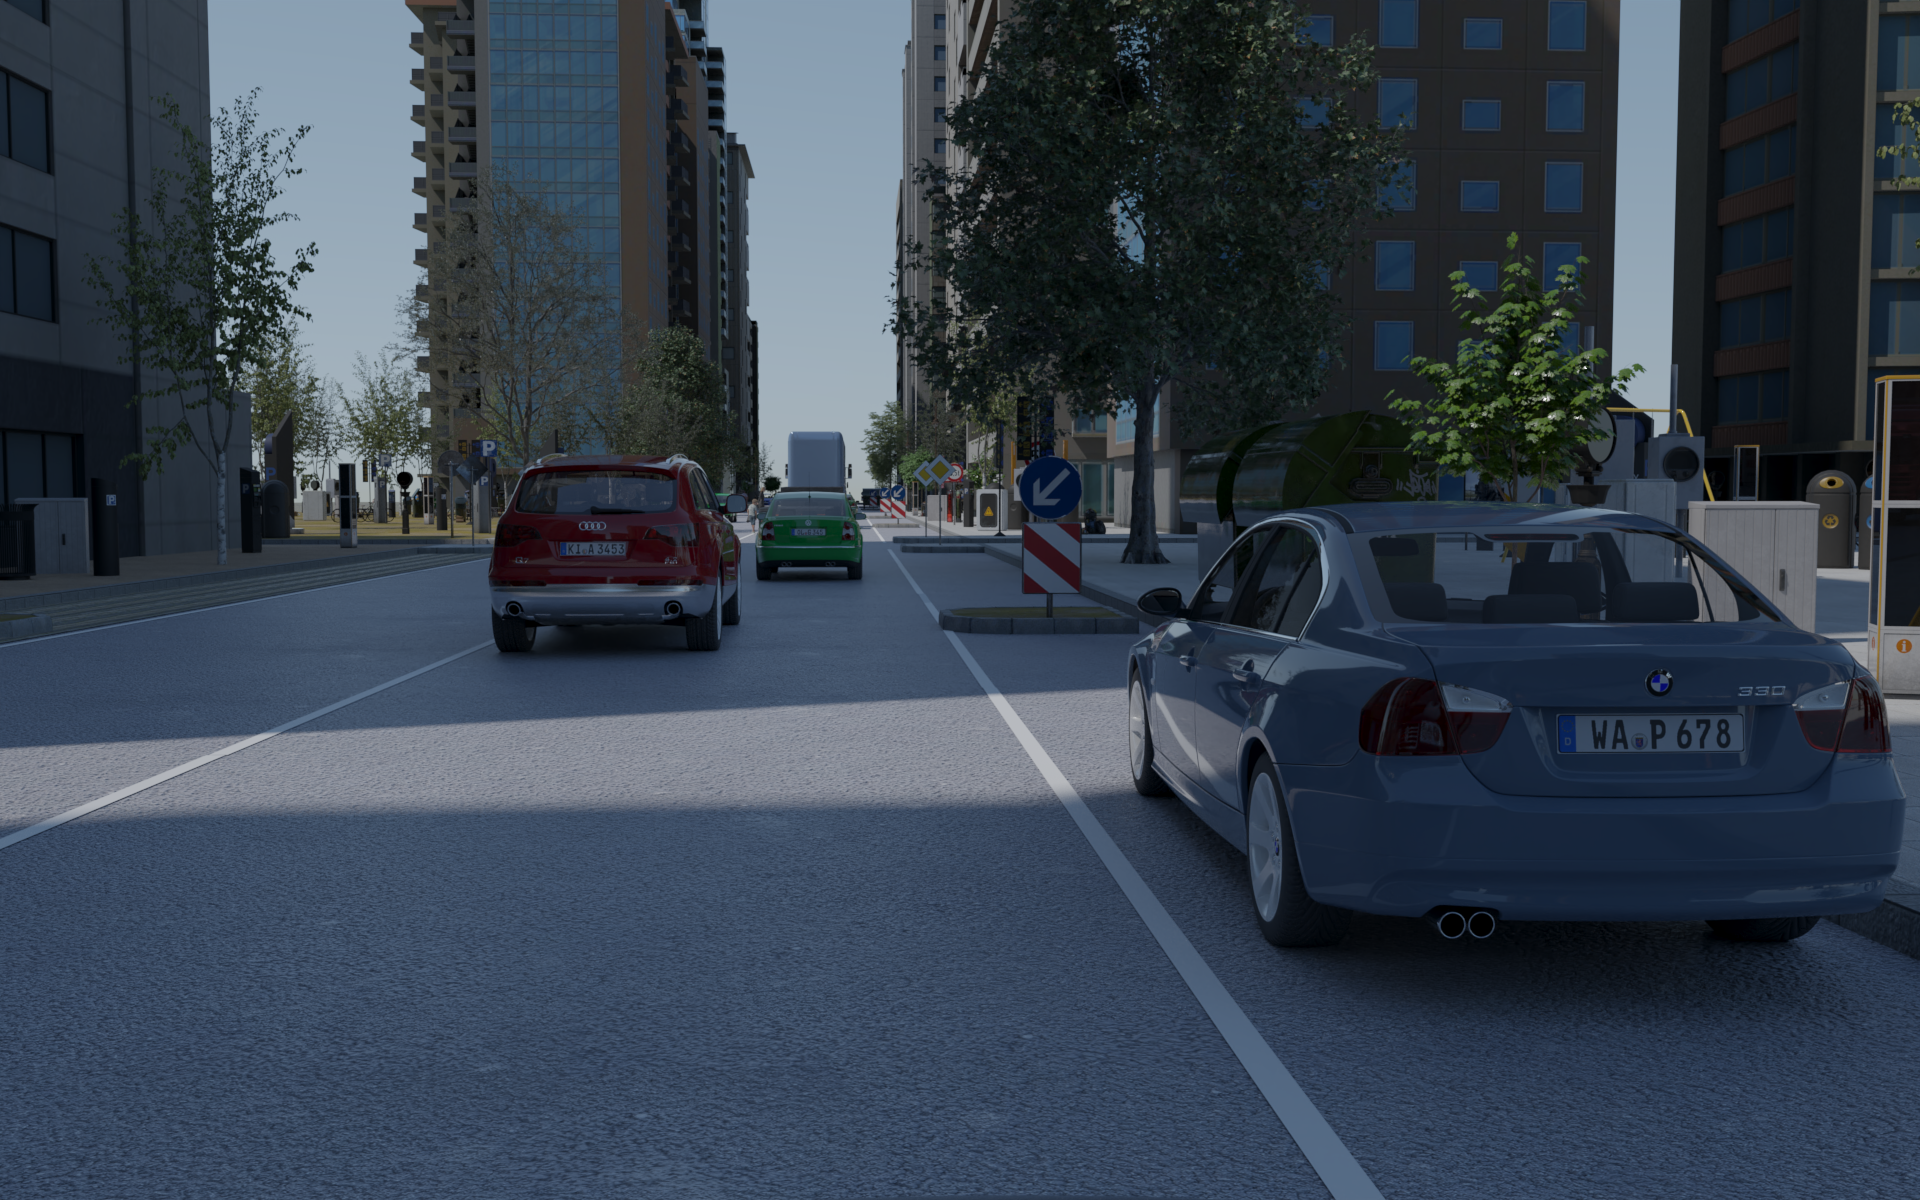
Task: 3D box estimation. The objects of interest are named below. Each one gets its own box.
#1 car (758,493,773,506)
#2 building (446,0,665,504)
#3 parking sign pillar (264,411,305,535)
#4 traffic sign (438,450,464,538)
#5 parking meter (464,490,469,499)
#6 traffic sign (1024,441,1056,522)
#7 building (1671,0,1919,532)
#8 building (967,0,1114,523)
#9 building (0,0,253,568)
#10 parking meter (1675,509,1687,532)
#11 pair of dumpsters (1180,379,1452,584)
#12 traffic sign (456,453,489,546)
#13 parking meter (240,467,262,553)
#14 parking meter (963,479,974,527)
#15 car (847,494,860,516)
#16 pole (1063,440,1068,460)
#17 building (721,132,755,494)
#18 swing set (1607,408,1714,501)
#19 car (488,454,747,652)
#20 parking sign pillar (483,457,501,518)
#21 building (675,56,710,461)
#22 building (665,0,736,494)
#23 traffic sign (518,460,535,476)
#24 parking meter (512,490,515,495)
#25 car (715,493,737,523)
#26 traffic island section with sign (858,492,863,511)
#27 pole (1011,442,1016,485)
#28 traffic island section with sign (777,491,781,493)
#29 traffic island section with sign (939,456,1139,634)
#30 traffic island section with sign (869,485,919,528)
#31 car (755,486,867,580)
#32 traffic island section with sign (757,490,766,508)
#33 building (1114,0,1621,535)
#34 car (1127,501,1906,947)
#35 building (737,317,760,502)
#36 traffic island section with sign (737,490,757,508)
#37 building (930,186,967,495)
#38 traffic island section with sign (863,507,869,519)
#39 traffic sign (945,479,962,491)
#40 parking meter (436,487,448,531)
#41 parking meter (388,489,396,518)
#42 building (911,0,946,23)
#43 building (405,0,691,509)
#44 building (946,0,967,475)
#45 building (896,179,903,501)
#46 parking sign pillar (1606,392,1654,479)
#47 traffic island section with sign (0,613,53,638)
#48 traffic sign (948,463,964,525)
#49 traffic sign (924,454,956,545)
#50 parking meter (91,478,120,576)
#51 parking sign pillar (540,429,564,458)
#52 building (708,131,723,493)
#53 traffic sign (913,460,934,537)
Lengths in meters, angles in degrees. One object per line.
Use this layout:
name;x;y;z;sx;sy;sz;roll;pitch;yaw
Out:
car;-21.260;-11.004;189.512;1.945;1.707;3.694;0;4;-5
building;-29.910;-29.435;131.380;14.600;45.320;14.200;0;4;-4
parking sign pillar;-21.738;-4.087;55.295;1.447;3.967;1.447;0;4;1
traffic sign;-14.755;-3.067;50.259;0.768;2.556;0.104;0;4;-1
parking meter;-34.085;-6.817;119.867;0.372;1.533;0.369;0;3;0
traffic sign;1.887;-2.515;41.226;0.768;2.556;0.104;0;4;-3
building;42.467;-25.172;66.192;28.867;44.769;22.147;0;4;-4
building;11.671;-28.288;86.217;21.300;48.544;21.600;0;4;-4
building;-26.836;-36.147;29.248;20.611;71.187;20.563;0;4;-4
parking meter;14.404;-1.614;34.799;0.372;1.533;0.369;0;3;0
pair of dumpsters;3.310;-0.870;16.721;1.574;2.255;4.437;0;4;-4
traffic sign;-12.024;-2.391;42.732;0.795;2.450;0.064;0;4;-4
parking meter;-15.441;-1.958;37.727;0.399;1.863;0.255;1;4;22
parking meter;0.340;-3.750;67.027;0.255;1.863;0.399;-3;5;-44
car;-6.756;-5.299;98.444;2.131;1.459;4.920;0;4;-5
pole;3.985;-4.383;65.505;0.158;3.312;0.155;0;3;0
building;-45.059;-40.718;254.981;28.713;52.752;27.495;0;4;-4
swing set;12.103;-2.081;31.642;3.119;2.851;2.862;-1;4;-21
car;-3.305;-0.528;17.301;2.281;1.827;5.304;0;4;-4
parking sign pillar;-25.609;-6.475;94.339;1.447;3.967;1.447;0;4;-1
building;-32.712;-32.059;174.276;14.600;45.320;14.200;0;4;-4
building;-40.302;-55.774;224.576;22.319;86.520;31.000;0;4;-4
traffic sign;-12.533;-2.878;50.701;0.795;2.450;0.064;0;4;-4
parking meter;-24.552;-5.334;95.620;0.372;1.533;0.369;0;3;0
car;-12.283;-4.831;87.787;1.959;1.807;4.718;0;4;-4
traffic island section with sign;-7.687;-8.722;151.228;1.989;1.847;2.006;0;4;-4
pole;2.086;-4.497;67.370;0.158;3.312;0.155;0;3;0
traffic island section with sign;-24.153;-13.668;232.103;1.989;1.847;2.006;0;4;-4
traffic island section with sign;0.783;-0.612;18.638;1.989;1.847;2.006;0;4;-4
traffic island section with sign;-2.771;-4.010;74.194;1.989;1.847;2.006;0;4;-4
car;-2.605;-1.314;30.278;1.959;1.807;4.718;0;4;-4
traffic island section with sign;-20.645;-10.306;177.126;1.989;1.847;2.006;0;4;-4
building;13.236;-25.100;60.494;14.200;45.320;14.600;0;4;-4
car;1.768;0.318;6.800;2.014;1.417;4.499;0;4;-3
building;-39.543;-30.900;276.917;14.160;30.474;14.107;0;4;-4
traffic island section with sign;-18.925;-8.659;150.205;1.989;1.847;2.006;0;4;-4
building;4.033;-24.051;164.934;14.160;30.474;14.107;0;4;-4
traffic island section with sign;-4.486;-5.656;101.095;1.989;1.847;2.006;0;4;-4
traffic sign;-0.359;-4.843;79.189;0.884;2.594;0.081;0;4;1
parking meter;-18.266;-3.220;61.055;0.372;1.533;0.369;0;3;0
parking meter;-30.960;-5.260;94.406;0.372;1.533;0.369;0;3;0
building;5.296;-39.347;185.322;21.231;58.520;28.212;0;4;-4
building;-35.534;-30.456;152.576;22.147;44.769;28.867;0;4;-4
building;12.937;-33.931;144.017;28.713;52.752;27.495;0;4;-4
building;1.618;-38.497;253.132;21.300;48.544;21.600;0;4;-4
parking sign pillar;16.399;-3.319;42.731;1.447;3.967;1.447;-3;4;-37
traffic island section with sign;-10.445;-0.545;17.533;1.989;1.847;2.006;0;4;-4
traffic sign;-0.227;-4.356;71.327;0.768;2.556;0.104;0;4;0
traffic sign;-0.502;-2.434;43.445;0.795;2.450;0.064;0;4;-4
parking meter;-13.411;-1.148;27.175;0.372;1.533;0.369;0;3;0
parking sign pillar;-17.101;-5.146;72.617;1.447;3.967;1.447;-3;5;-42
building;-33.585;-30.914;189.045;14.154;41.232;14.086;0;4;-4
traffic sign;-1.011;-2.922;51.414;0.795;2.450;0.064;0;4;-4
